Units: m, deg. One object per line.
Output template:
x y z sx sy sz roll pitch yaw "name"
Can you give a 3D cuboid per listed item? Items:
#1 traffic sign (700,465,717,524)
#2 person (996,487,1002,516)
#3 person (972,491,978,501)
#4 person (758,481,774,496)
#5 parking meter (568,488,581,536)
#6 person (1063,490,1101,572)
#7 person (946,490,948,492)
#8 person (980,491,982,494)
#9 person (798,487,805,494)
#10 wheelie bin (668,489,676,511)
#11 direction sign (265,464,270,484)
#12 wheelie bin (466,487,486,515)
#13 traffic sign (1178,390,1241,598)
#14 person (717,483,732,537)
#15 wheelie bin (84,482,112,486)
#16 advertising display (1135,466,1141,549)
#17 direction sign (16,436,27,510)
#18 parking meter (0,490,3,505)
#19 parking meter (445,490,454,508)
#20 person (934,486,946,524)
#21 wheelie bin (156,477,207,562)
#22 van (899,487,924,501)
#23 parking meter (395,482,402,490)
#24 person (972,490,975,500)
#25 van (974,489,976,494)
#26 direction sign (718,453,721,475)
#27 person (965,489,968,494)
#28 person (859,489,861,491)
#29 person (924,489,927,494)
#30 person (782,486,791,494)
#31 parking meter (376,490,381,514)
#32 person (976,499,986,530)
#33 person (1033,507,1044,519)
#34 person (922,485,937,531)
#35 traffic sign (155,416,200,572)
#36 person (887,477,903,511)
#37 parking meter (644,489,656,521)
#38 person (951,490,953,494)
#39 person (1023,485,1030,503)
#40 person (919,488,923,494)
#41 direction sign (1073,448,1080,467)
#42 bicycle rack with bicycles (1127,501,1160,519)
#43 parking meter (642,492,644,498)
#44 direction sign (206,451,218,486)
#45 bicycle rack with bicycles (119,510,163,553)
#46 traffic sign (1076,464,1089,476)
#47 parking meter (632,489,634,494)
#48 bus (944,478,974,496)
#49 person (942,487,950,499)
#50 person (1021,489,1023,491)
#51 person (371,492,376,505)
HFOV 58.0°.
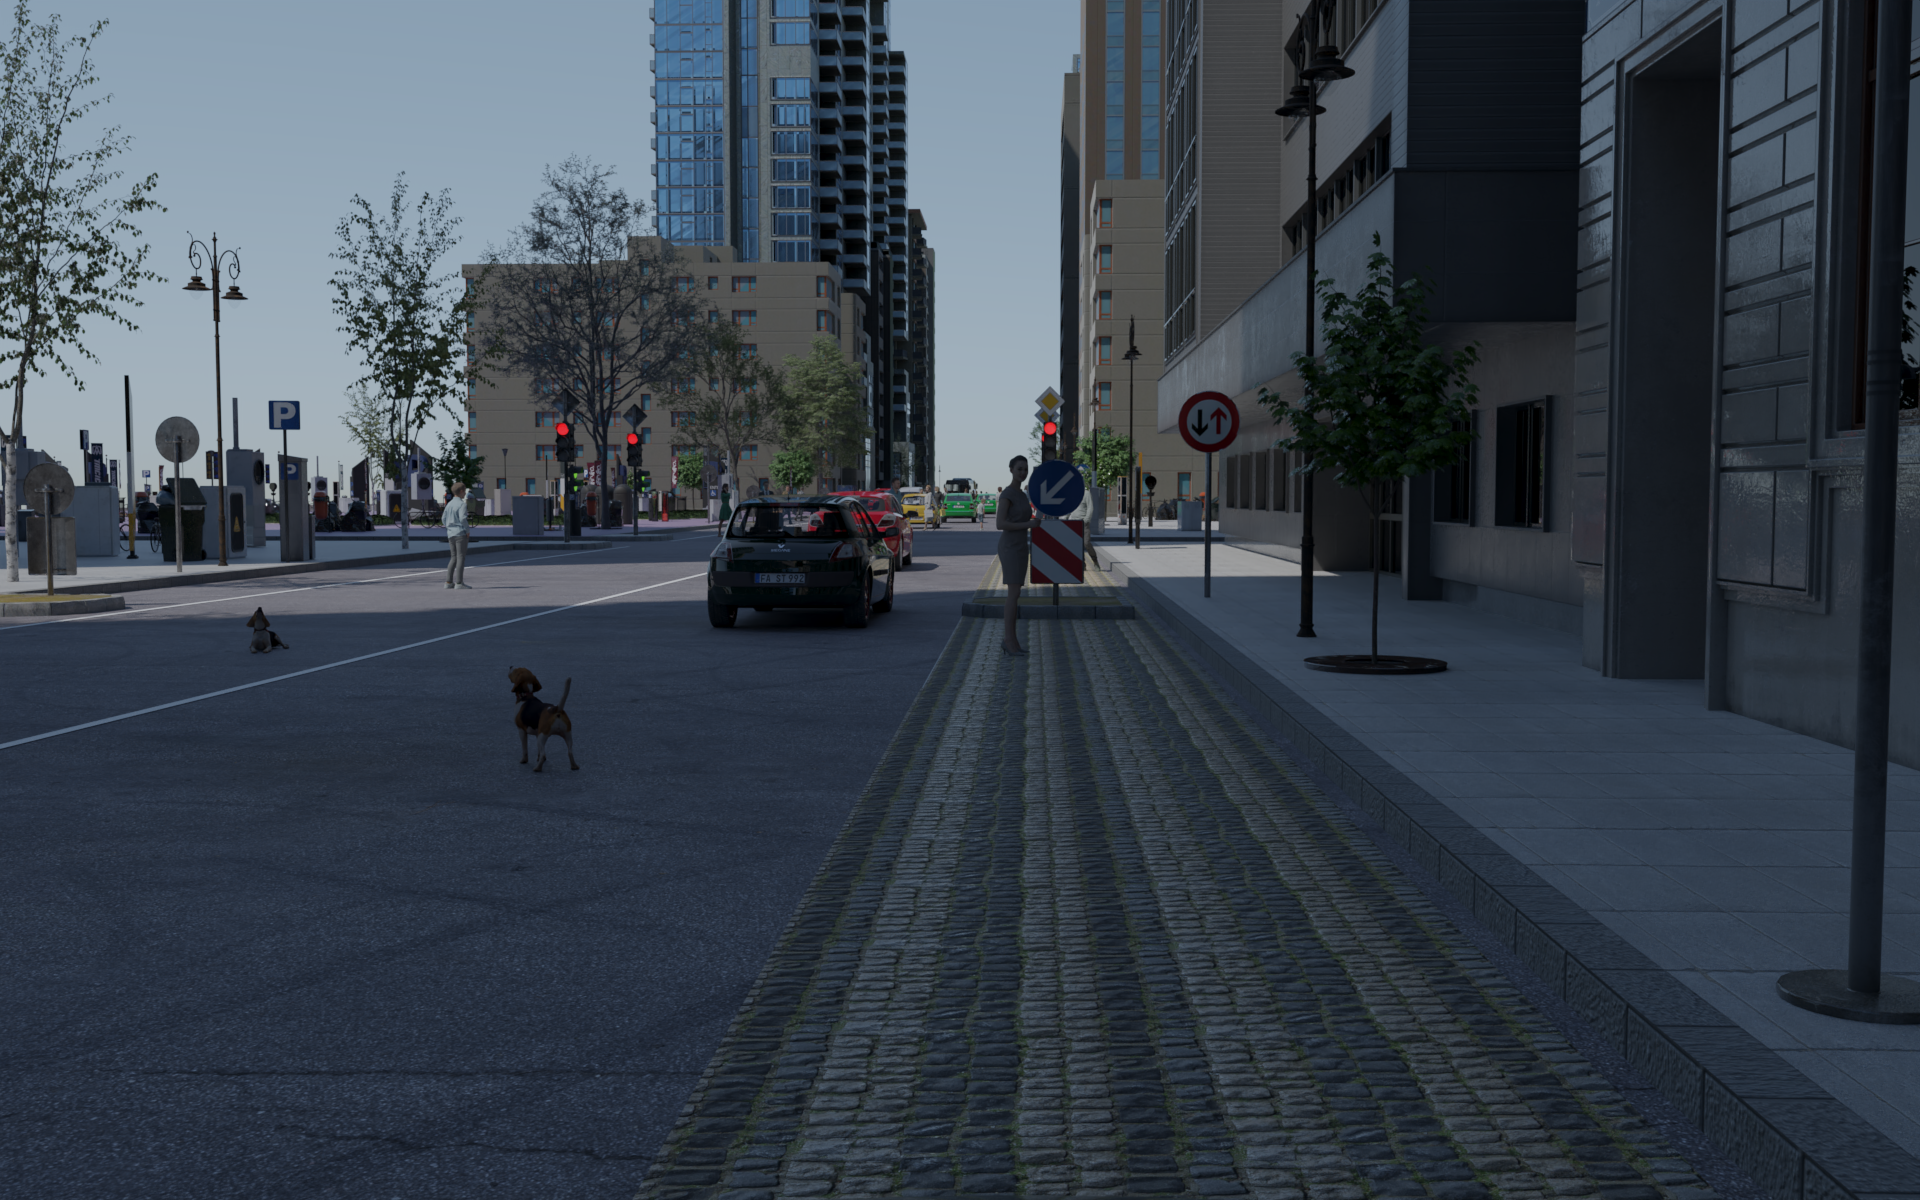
-10.895 -4.584 75.058 0.768 2.556 0.104 0 4 7 "traffic sign"
1.809 -4.023 74.840 0.480 1.755 0.524 2 4 34 "person"
1.387 -8.791 152.955 0.721 1.735 1.217 -3 5 -43 "person"
-6.045 -2.827 54.495 0.659 1.850 0.755 -1 4 -16 "person"
-11.760 -2.720 52.880 0.372 1.533 0.369 0 3 0 "parking meter"
2.186 -1.405 31.961 0.515 1.767 0.782 -3 5 -43 "person"
-1.135 -7.101 125.268 0.598 1.740 0.731 0 3 0 "person"
1.938 -9.539 165.175 0.721 1.736 1.217 -1 4 -21 "person"
-8.420 -5.101 92.029 0.709 1.813 0.853 3 5 44 "person"
-18.511 -6.298 110.878 0.693 1.594 0.980 -1 4 -11 "wheelie bin"
-52.375 -8.465 130.402 0.876 3.537 0.379 -3 5 -44 "direction sign"
-22.235 -4.377 79.480 0.693 1.594 0.980 2 4 30 "wheelie bin"
3.071 -1.304 21.420 0.768 2.556 0.104 0 4 5 "traffic sign"
-7.843 -3.005 57.873 0.529 1.795 0.600 0 4 5 "person"
-22.972 -2.338 46.136 0.980 1.594 0.693 -2 4 -27 "wheelie bin"
4.177 -2.171 40.709 0.123 1.923 0.974 0 4 4 "advertising display"
-36.388 -4.582 66.905 0.379 3.537 0.876 1 4 20 "direction sign"
-55.314 -5.606 100.069 0.372 1.533 0.369 0 3 0 "parking meter"
-18.334 -3.299 62.348 0.372 1.533 0.369 0 3 0 "parking meter"
-1.233 -4.479 81.947 0.699 1.804 1.509 -2 4 -25 "person"
-14.869 -1.536 33.022 0.693 1.594 0.980 2 4 25 "wheelie bin"
-2.920 -5.747 100.969 2.013 2.044 4.112 0 4 3 "van"
-24.845 -4.352 76.863 0.399 1.863 0.255 -1 4 -21 "parking meter"
1.291 -9.405 162.279 0.705 1.823 1.348 -1 4 -13 "person"
1.074 -13.382 223.181 2.240 2.365 5.245 0 4 3 "van"
-13.420 -6.393 96.528 0.379 3.537 0.876 0 4 0 "direction sign"
0.467 -6.434 113.977 0.520 1.790 0.573 2 4 32 "person"
-6.924 -6.790 119.852 0.374 1.781 0.599 2 4 29 "person"
-2.351 -6.863 120.810 0.767 1.812 0.694 -1 4 -22 "person"
-8.183 -4.463 81.388 0.836 1.842 0.656 0 4 1 "person"
-34.143 -5.715 101.857 0.372 1.533 0.369 0 3 0 "parking meter"
0.844 -3.402 68.800 0.352 1.250 0.332 -1 4 -18 "person"
2.958 -3.247 62.345 0.760 1.731 0.466 1 4 20 "person"
-1.182 -3.593 67.599 0.624 1.780 0.694 0 3 0 "person"
-12.801 -1.726 28.331 0.768 2.556 0.104 0 4 6 "traffic sign"
-1.567 -1.927 40.021 0.620 1.820 0.660 2 4 27 "person"
-14.666 -4.535 82.555 0.372 1.533 0.369 0 3 0 "parking meter"
-0.744 -8.039 140.469 0.617 1.759 0.750 -2 4 -35 "person"
2.539 -3.576 67.233 0.793 1.790 0.793 0 4 5 "person"
-2.091 -5.090 92.469 0.760 1.731 0.466 -1 4 -17 "person"
5.984 -5.729 85.668 0.876 3.537 0.379 -1 4 -20 "direction sign"
9.124 -4.601 88.604 2.852 0.926 2.925 2 4 30 "bicycle rack with bicycles"
-20.262 -6.305 111.504 0.372 1.533 0.369 0 3 0 "parking meter"
-39.681 -6.114 91.957 0.379 3.537 0.876 1 4 19 "direction sign"
-18.047 -1.528 38.372 2.852 0.926 2.925 0 4 -3 "bicycle rack with bicycles"
5.202 -4.503 73.730 0.768 2.556 0.104 0 4 4 "traffic sign"
-17.242 -5.087 91.585 0.372 1.533 0.369 0 3 0 "parking meter"
-0.020 -12.057 191.984 2.948 3.499 13.247 0 4 3 "bus"
-0.864 -6.123 108.381 0.659 1.850 0.755 1 4 19 "person"
4.497 -7.294 127.734 0.794 1.824 0.713 -1 4 -23 "person"
-71.780 -12.408 212.302 0.756 1.711 0.436 -1 4 -16 "person"
